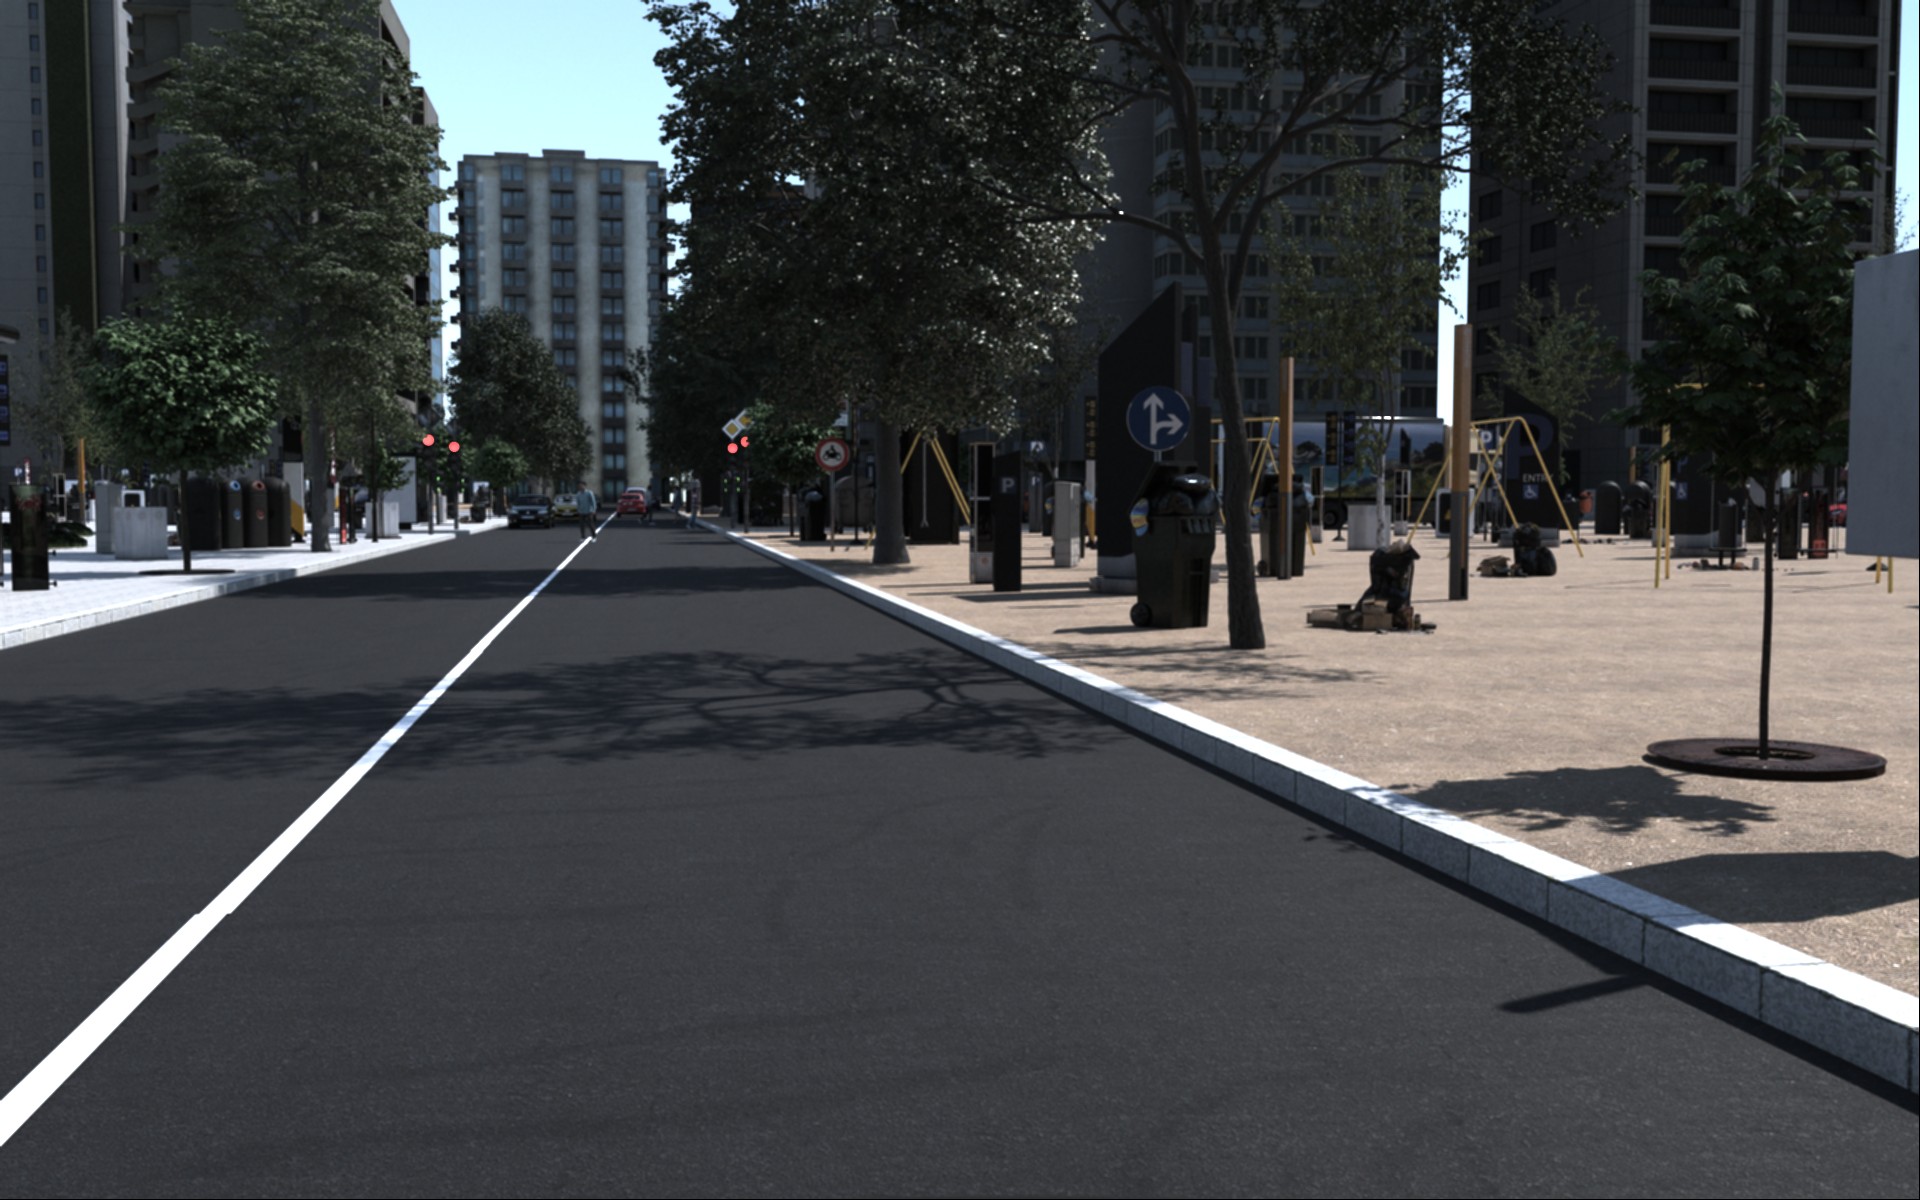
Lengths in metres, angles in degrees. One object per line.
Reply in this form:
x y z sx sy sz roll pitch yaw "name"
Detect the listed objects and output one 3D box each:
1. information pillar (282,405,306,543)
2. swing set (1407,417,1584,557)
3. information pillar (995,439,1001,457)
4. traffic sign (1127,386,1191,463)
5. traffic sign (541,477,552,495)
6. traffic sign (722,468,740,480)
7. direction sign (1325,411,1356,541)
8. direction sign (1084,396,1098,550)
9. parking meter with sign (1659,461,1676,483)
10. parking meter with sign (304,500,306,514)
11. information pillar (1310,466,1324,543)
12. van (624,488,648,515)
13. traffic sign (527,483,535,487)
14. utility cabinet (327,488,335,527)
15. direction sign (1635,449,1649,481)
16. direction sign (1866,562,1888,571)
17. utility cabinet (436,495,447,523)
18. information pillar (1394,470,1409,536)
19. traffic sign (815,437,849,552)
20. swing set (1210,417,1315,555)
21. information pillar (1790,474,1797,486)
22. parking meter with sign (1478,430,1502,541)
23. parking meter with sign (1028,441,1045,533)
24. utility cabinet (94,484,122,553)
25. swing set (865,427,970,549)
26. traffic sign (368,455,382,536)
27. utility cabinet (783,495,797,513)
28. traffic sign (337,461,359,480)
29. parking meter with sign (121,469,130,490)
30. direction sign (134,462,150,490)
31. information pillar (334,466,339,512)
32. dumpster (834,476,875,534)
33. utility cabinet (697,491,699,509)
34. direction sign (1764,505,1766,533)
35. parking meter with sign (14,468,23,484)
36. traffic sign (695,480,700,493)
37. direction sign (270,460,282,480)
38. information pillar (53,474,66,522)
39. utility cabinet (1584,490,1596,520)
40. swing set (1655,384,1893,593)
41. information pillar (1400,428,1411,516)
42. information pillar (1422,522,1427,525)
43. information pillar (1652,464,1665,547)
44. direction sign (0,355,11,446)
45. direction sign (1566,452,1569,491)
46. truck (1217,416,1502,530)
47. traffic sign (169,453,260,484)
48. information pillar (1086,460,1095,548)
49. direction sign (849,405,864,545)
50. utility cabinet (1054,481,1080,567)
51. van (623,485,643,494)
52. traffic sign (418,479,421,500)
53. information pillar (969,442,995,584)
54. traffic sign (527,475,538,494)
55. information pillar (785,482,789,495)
-17.445 -3.302 45.350 0.504 3.616 0.183 -1 4 -9 "information pillar"
11.174 -2.383 36.587 2.862 2.851 3.119 0 4 -4 "swing set"
1.537 -5.052 73.958 0.504 3.616 0.183 -1 4 -14 "information pillar"
2.335 -1.247 20.499 0.768 2.556 0.104 0 4 -7 "traffic sign"
-31.610 -8.094 132.334 0.884 2.594 0.081 0 4 -5 "traffic sign"
-8.801 -4.108 67.175 0.884 2.594 0.081 0 4 -3 "traffic sign"
10.393 -3.386 47.364 0.876 3.537 0.379 3 5 40 "direction sign"
3.214 -2.943 40.121 0.876 3.537 0.379 -3 4 -38 "direction sign"
34.882 -5.407 84.665 0.543 3.016 1.738 -1 4 -10 "parking meter with sign"
-43.081 -7.115 112.597 0.543 3.016 1.738 0 4 2 "parking meter with sign"
9.354 -2.502 45.404 0.304 2.012 0.304 1 4 21 "information pillar"
-22.496 -6.934 120.378 2.013 2.044 4.112 -1 4 -10 "van"
-33.290 -8.233 134.719 0.768 2.556 0.104 0 4 -2 "traffic sign"
-24.316 -3.546 66.650 0.318 1.500 1.173 -2 4 -29 "utility cabinet"
33.999 -5.773 86.380 0.876 3.537 0.379 -2 4 -24 "direction sign"
15.431 -2.262 28.982 0.379 3.537 0.876 3 4 36 "direction sign"
-22.936 -4.004 76.630 0.306 1.237 1.020 0 4 -7 "utility cabinet"
13.525 -2.972 53.087 0.304 2.012 0.304 -3 5 -42 "information pillar"
-2.849 -2.356 38.628 0.768 2.556 0.104 0 4 -7 "traffic sign"
5.536 -2.361 36.220 2.862 2.851 3.119 -3 5 -44 "swing set"
21.285 -2.452 44.583 0.304 2.012 0.304 -1 4 -14 "information pillar"
14.994 -3.134 47.509 1.738 3.016 0.543 -2 4 -33 "parking meter with sign"
2.520 -3.743 57.465 0.543 3.016 1.738 0 4 1 "parking meter with sign"
-18.473 -1.766 37.560 0.318 1.500 1.173 -1 4 -15 "utility cabinet"
-0.856 -2.690 41.598 2.862 2.851 3.119 0 4 -3 "swing set"
-17.049 -3.106 50.892 0.768 2.556 0.104 0 4 -6 "traffic sign"
-11.679 -6.576 118.676 1.020 1.237 0.306 -2 4 -24 "utility cabinet"
-23.840 -4.133 67.581 0.884 2.594 0.081 -1 4 -10 "traffic sign"
-57.643 -7.537 119.494 0.543 3.016 1.738 -1 4 -21 "parking meter with sign"
-52.797 -7.331 111.860 0.876 3.537 0.379 -2 4 -32 "direction sign"
-44.213 -8.041 122.829 0.183 3.616 0.504 0 4 7 "information pillar"
-3.452 -3.083 56.172 1.264 1.857 1.865 -1 4 -11 "dumpster"
-20.389 -7.780 135.877 0.318 1.500 1.173 1 4 23 "utility cabinet"
26.455 -3.962 56.773 0.379 3.537 0.876 -1 4 -17 "direction sign"
-63.266 -7.371 116.771 0.543 3.016 1.738 -1 4 -18 "parking meter with sign"
-17.976 -7.182 119.554 0.606 2.300 0.079 0 4 -6 "traffic sign"
-45.107 -7.475 114.216 0.876 3.537 0.379 1 4 15 "direction sign"
-32.539 -3.553 62.585 0.304 2.012 0.304 3 4 36 "information pillar"
31.425 -4.696 85.458 1.173 1.500 0.318 2 4 35 "utility cabinet"
11.280 -1.632 24.306 3.119 2.851 2.862 2 4 25 "swing set"
15.642 -4.253 60.890 0.183 3.616 0.504 -2 4 -25 "information pillar"
19.047 -4.864 70.889 0.183 3.616 0.504 1 4 15 "information pillar"
16.910 -2.281 41.782 0.304 2.012 0.304 0 4 4 "information pillar"
-15.802 -2.200 27.975 0.379 3.537 0.876 3 5 42 "direction sign"
32.570 -6.172 92.911 0.379 3.537 0.876 1 4 14 "direction sign"
15.302 -4.613 64.332 11.283 4.237 2.839 -1 4 -11 "truck"
-19.025 -3.078 44.195 2.265 3.308 0.079 0 4 -3 "traffic sign"
3.140 -3.075 41.626 0.183 3.616 0.504 -1 4 -13 "information pillar"
-2.643 -3.187 44.100 0.379 3.537 0.876 0 4 6 "direction sign"
1.912 -1.342 30.624 0.318 1.500 1.173 1 4 12 "utility cabinet"
-29.760 -9.433 158.608 2.240 2.365 5.245 -1 4 -10 "van"
-26.889 -5.246 85.870 0.768 2.556 0.104 0 4 -2 "traffic sign"
0.317 -1.238 24.739 0.304 2.012 0.304 -1 4 -15 "information pillar"
-28.819 -7.139 116.825 0.768 2.556 0.104 0 4 -5 "traffic sign"
-12.852 -8.418 128.993 0.183 3.616 0.504 -3 5 -41 "information pillar"
